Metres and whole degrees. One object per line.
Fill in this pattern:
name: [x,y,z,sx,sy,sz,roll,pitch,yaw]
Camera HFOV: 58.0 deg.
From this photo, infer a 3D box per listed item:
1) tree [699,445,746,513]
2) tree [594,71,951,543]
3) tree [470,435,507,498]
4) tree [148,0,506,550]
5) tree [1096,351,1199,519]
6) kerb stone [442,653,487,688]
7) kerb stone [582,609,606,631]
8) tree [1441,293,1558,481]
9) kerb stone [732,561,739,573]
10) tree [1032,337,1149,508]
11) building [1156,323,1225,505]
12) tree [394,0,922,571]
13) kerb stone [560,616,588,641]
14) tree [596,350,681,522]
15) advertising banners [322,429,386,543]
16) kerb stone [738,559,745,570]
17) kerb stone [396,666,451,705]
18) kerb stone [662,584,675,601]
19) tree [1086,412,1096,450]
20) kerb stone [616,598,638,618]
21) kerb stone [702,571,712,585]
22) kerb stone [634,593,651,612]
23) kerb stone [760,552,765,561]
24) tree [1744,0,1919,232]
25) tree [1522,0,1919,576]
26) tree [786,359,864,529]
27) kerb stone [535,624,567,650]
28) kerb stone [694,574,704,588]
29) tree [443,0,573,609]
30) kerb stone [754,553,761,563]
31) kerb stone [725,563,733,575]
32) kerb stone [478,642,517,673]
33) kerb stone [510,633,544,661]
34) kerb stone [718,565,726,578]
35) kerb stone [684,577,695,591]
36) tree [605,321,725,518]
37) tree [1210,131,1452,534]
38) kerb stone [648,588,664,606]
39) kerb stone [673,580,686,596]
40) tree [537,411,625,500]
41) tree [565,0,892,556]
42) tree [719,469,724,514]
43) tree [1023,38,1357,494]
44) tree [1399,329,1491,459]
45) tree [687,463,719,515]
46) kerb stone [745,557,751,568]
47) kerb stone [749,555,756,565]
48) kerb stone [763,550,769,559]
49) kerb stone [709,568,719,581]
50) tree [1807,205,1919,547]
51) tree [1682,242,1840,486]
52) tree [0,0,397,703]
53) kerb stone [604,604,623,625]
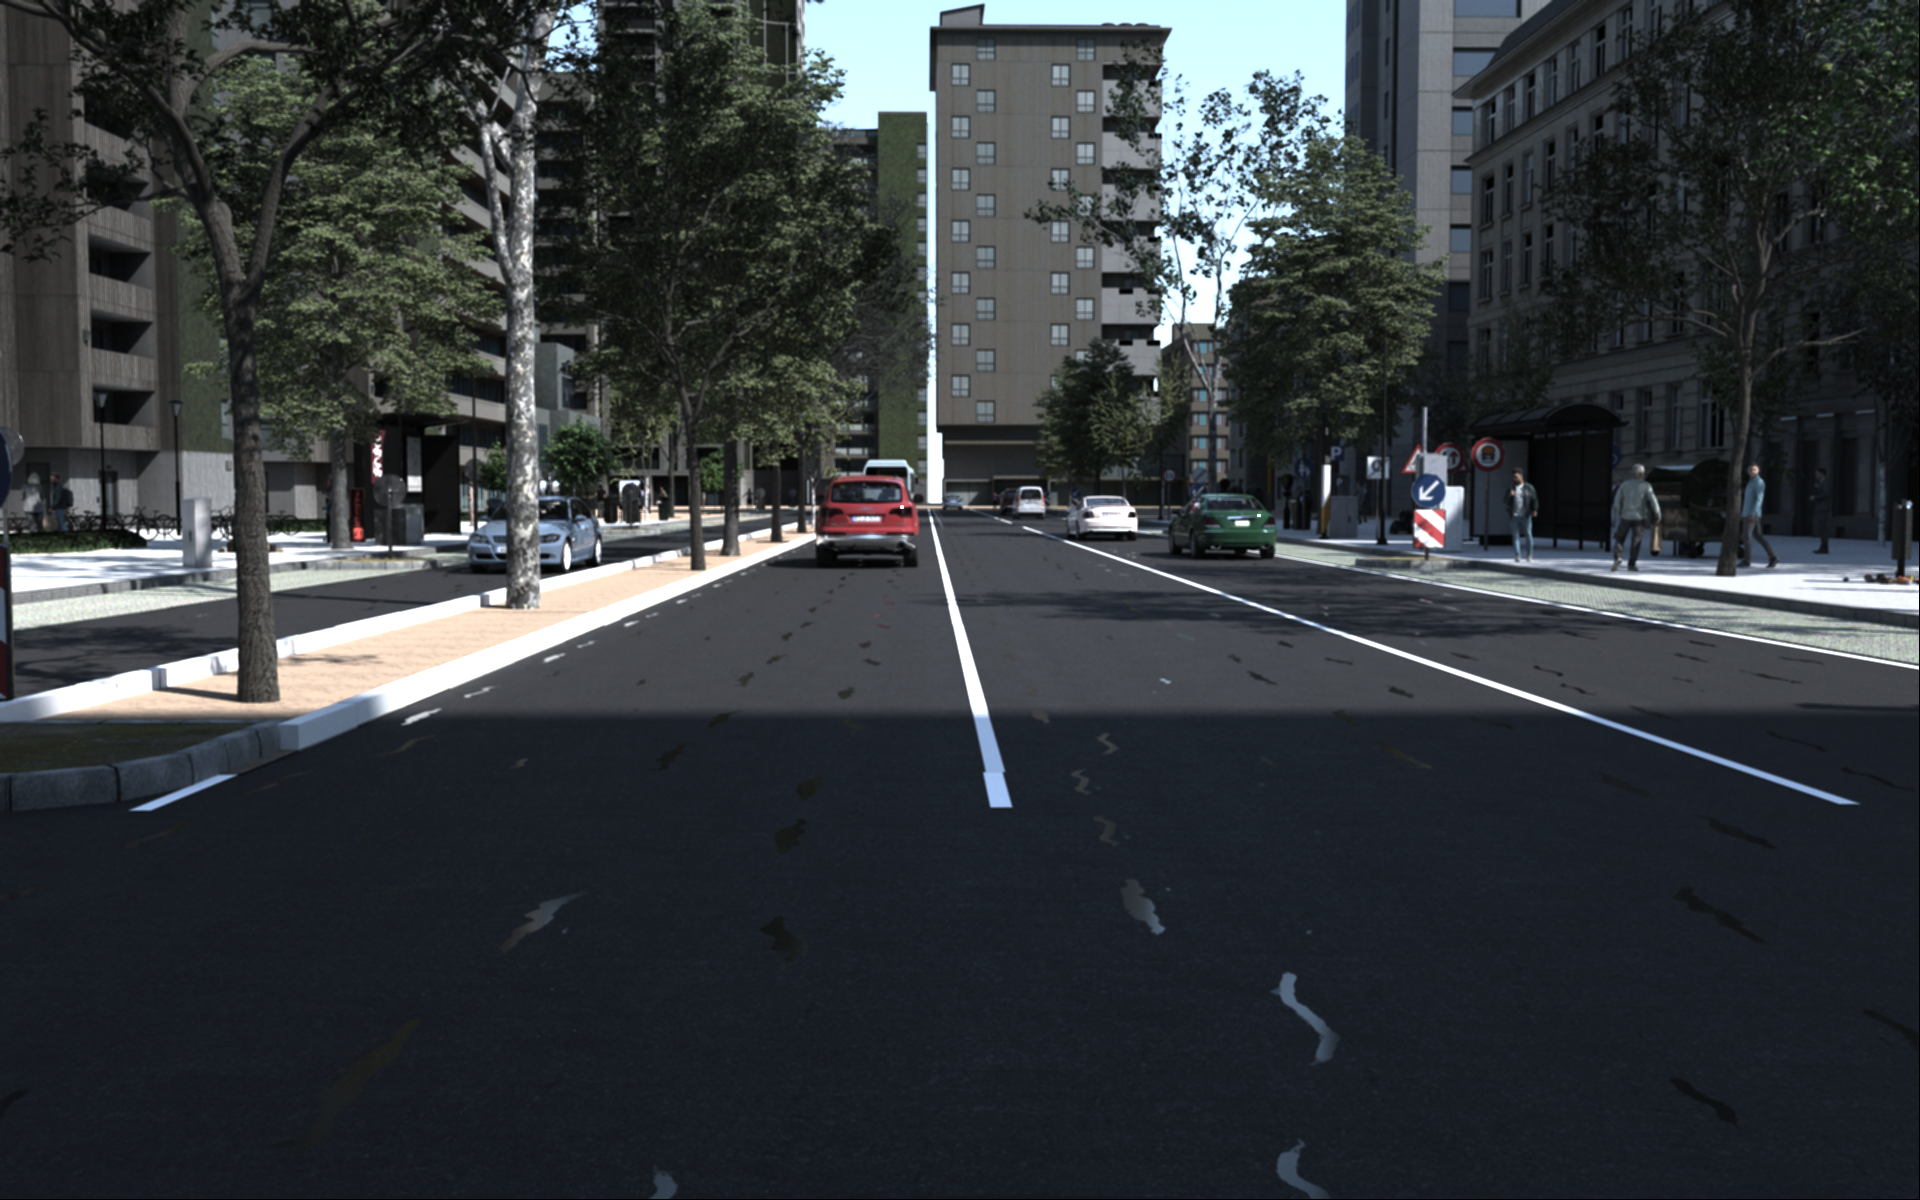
tree: [-16.111,-8.120,116.471,4.285,4.588,4.351,0,3,0]
tree: [-5.358,-8.410,50.336,12.009,13.543,11.850,0,3,0]
tree: [-15.125,-3.820,57.066,1.663,3.219,1.824,0,3,0]
tree: [-14.172,-7.424,39.513,7.486,12.596,7.792,0,3,0]
tree: [10.308,-8.497,89.288,4.737,8.622,4.395,0,3,0]
kerb stone: [-3.822,0.549,13.225,0.120,0.150,1.000,0,4,-1]
kerb stone: [-3.933,0.236,18.343,0.120,0.150,1.000,0,4,-1]
tree: [19.849,-6.858,62.486,4.737,8.622,4.395,0,3,0]
kerb stone: [-4.198,-0.576,31.665,0.120,0.150,1.000,0,4,-1]
tree: [10.227,-12.654,125.020,7.486,12.596,7.792,0,3,0]
building: [38.529,-21.506,196.667,28.899,21.520,27.650,0,4,-1]
tree: [-4.866,-5.839,32.335,8.767,10.594,7.601,0,4,-1]
kerb stone: [-3.908,0.298,17.321,0.120,0.150,1.000,0,4,-1]
tree: [-14.660,-7.951,80.364,4.737,8.622,4.395,0,3,0]
advertising banners: [-16.106,-3.056,46.154,0.090,3.025,2.074,2,4,32]
kerb stone: [-4.220,-0.642,32.690,0.120,0.150,1.000,0,4,-1]
kerb stone: [-3.805,0.611,12.201,0.120,0.150,1.000,0,4,-1]
kerb stone: [-4.025,-0.075,23.477,0.120,0.150,1.000,0,4,-1]
tree: [9.507,-9.186,100.557,4.737,8.622,4.395,0,3,0]
kerb stone: [-3.969,0.110,20.396,0.120,0.150,1.000,0,4,-1]
kerb stone: [-4.111,-0.326,27.577,0.120,0.150,1.000,0,4,-1]
kerb stone: [-3.987,0.048,21.418,0.120,0.150,1.000,0,4,-1]
kerb stone: [-4.304,-0.892,36.787,0.120,0.150,1.000,0,4,-1]
tree: [11.277,-5.552,16.530,9.928,11.665,9.643,0,3,0]
tree: [12.263,-5.637,26.574,7.601,10.594,8.767,2,4,32]
tree: [-6.006,-7.229,71.021,4.737,8.622,4.395,0,3,0]
kerb stone: [-3.885,0.361,16.299,0.120,0.150,1.000,0,4,-1]
kerb stone: [-4.086,-0.259,26.553,0.120,0.150,1.000,0,4,-1]
tree: [-6.677,-9.998,21.817,12.611,20.169,13.585,0,3,0]
kerb stone: [-4.280,-0.830,35.765,0.120,0.150,1.000,0,4,-1]
kerb stone: [-4.176,-0.517,30.643,0.120,0.150,1.000,0,4,-1]
kerb stone: [-3.842,0.486,14.248,0.120,0.150,1.000,0,4,-1]
kerb stone: [-3.865,0.426,15.275,0.120,0.150,1.000,0,4,-1]
kerb stone: [-4.159,-0.454,29.621,0.120,0.150,1.000,0,4,-1]
kerb stone: [-4.071,-0.204,25.531,0.120,0.150,1.000,0,4,-1]
tree: [-15.446,-10.221,92.867,9.928,11.665,9.643,0,3,0]
tree: [11.900,-8.346,54.591,7.486,12.596,7.792,0,3,0]
kerb stone: [-4.009,-0.014,22.445,0.120,0.150,1.000,0,4,-1]
kerb stone: [-4.047,-0.141,24.504,0.120,0.150,1.000,0,4,-1]
tree: [-15.148,-5.202,68.773,4.285,4.588,4.351,0,3,0]
tree: [-5.387,-7.297,39.895,7.486,12.596,7.792,0,3,0]
tree: [-15.863,-7.128,111.150,1.663,3.219,1.824,0,3,0]
tree: [9.452,-13.302,73.381,12.611,20.169,13.585,0,3,0]
tree: [21.739,-7.805,77.972,4.360,8.622,3.978,0,3,0]
tree: [-16.056,-6.869,106.909,1.663,3.219,1.824,0,3,0]
kerb stone: [-4.233,-0.704,33.712,0.120,0.150,1.000,0,4,-1]
kerb stone: [-4.258,-0.759,34.741,0.120,0.150,1.000,0,4,-1]
kerb stone: [-4.324,-0.952,37.809,0.120,0.150,1.000,0,4,-1]
kerb stone: [-4.134,-0.392,28.599,0.120,0.150,1.000,0,4,-1]
tree: [22.473,-5.581,41.605,4.360,8.622,3.978,0,3,0]
tree: [22.579,-6.074,49.666,4.737,8.622,4.395,0,3,0]
tree: [-4.811,-4.592,11.949,8.767,10.594,7.601,0,4,-1]
kerb stone: [-3.942,0.177,19.366,0.120,0.150,1.000,0,4,-1]
